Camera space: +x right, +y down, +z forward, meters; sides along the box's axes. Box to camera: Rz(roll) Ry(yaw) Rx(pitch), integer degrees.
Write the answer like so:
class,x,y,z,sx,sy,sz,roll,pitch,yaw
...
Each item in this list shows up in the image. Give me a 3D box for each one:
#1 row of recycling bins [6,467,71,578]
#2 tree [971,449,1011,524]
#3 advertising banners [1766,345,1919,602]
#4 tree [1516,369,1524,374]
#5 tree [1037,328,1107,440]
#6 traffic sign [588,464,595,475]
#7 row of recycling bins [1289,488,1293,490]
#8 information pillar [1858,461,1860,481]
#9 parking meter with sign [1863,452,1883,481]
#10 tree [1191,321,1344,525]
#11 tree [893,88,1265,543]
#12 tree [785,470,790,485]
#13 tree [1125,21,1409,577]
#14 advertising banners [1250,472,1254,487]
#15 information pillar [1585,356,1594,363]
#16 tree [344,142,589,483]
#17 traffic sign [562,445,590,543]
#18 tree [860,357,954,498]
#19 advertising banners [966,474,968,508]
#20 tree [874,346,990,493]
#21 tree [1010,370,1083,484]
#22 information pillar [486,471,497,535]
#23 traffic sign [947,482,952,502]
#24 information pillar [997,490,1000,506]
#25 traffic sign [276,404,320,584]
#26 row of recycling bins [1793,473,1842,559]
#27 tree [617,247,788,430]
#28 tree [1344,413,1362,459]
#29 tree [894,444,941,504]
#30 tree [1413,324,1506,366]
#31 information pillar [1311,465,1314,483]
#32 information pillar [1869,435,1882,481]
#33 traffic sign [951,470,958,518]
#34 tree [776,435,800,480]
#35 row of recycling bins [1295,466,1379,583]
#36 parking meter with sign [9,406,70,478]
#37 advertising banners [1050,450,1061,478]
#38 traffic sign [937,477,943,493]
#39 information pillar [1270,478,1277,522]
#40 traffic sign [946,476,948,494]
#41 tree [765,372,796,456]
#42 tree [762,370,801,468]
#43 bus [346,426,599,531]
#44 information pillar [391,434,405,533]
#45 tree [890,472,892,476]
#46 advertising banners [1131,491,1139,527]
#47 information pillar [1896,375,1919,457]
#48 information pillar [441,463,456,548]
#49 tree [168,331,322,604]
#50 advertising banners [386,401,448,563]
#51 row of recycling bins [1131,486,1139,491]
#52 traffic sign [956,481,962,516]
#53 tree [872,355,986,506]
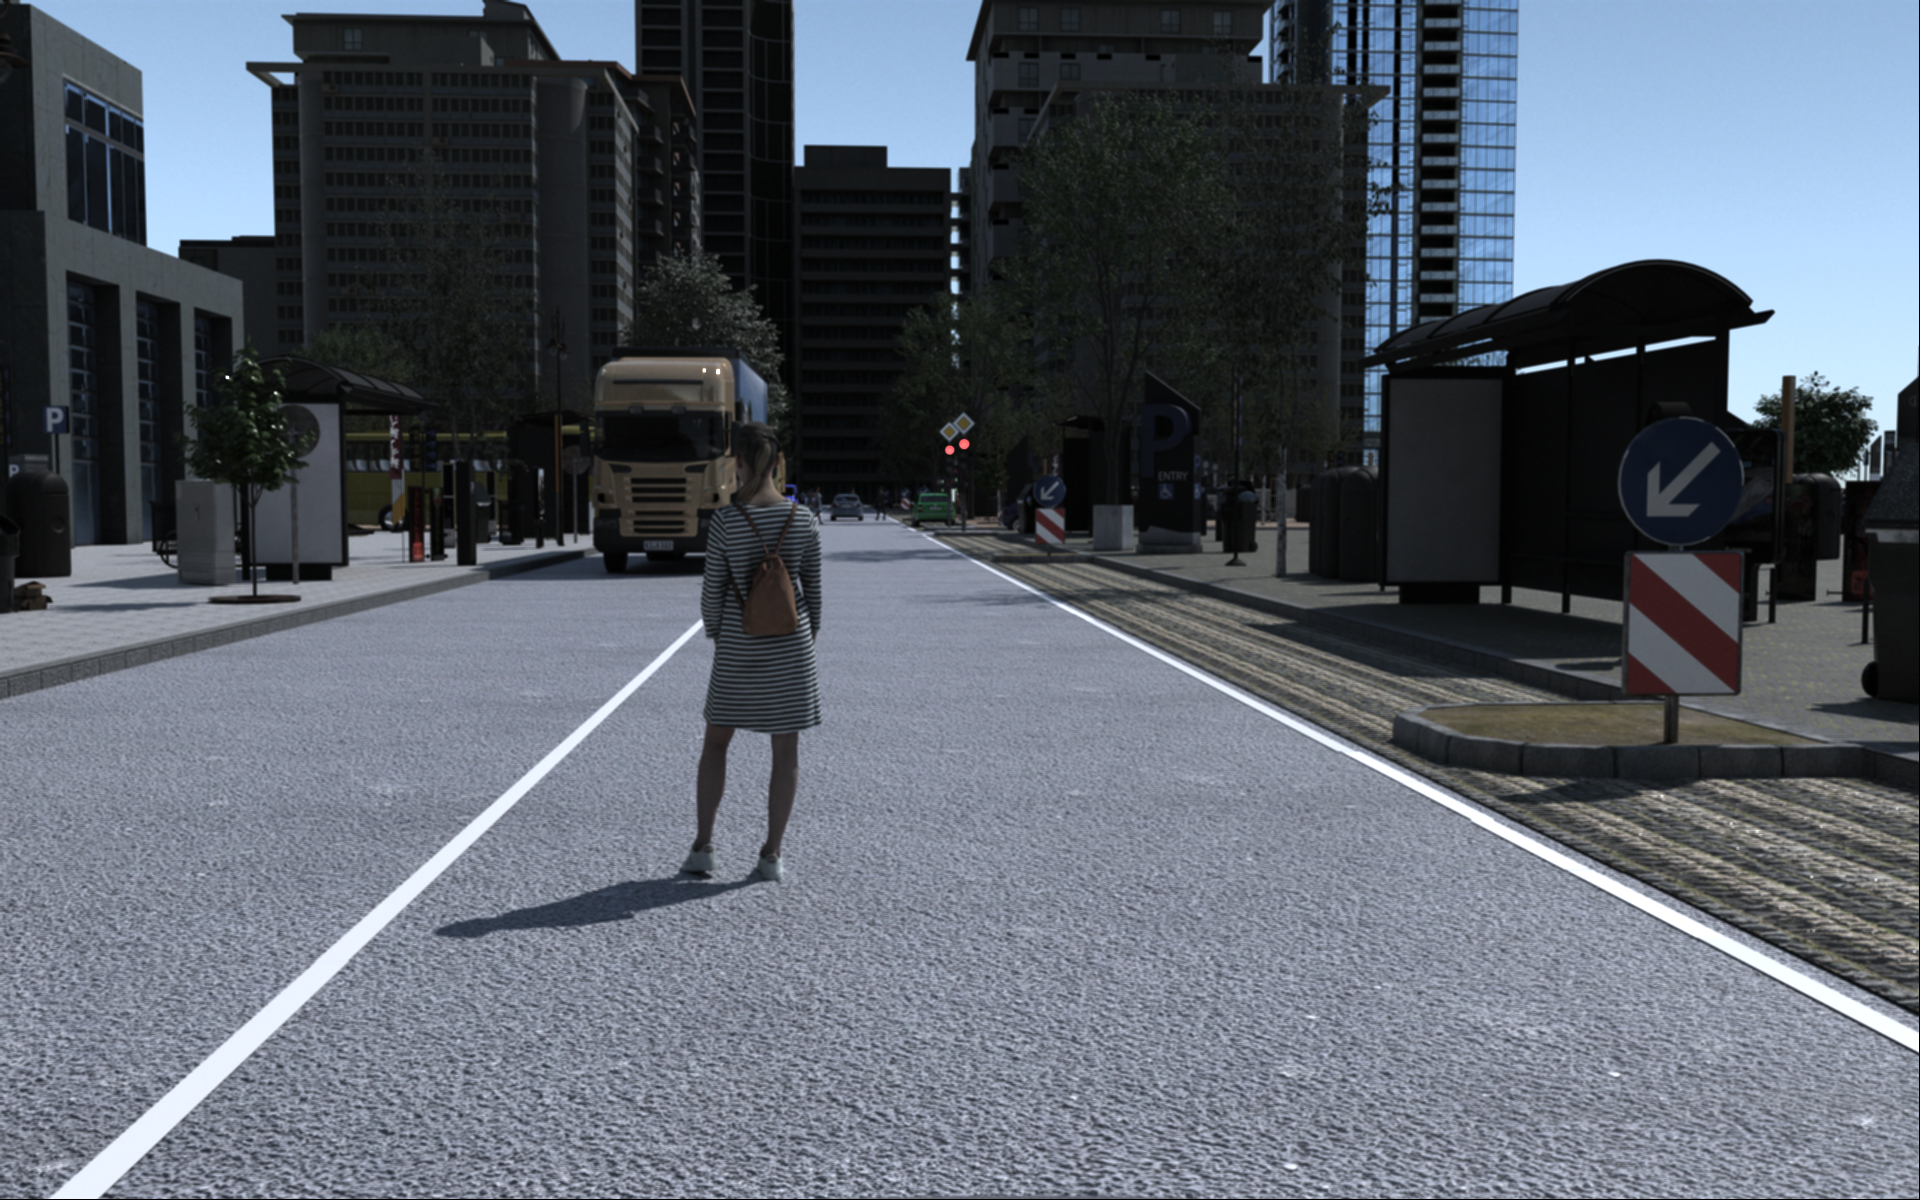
class,x,y,z,sx,sy,sz,roll,pitch,yaw
row of recycling bins,-15.265,-1.150,25.908,3.534,1.692,1.069,-3,5,-41
tree,1.377,-4.922,75.082,1.663,3.219,1.824,0,3,0
advertising banners,10.736,-1.488,20.525,2.074,3.025,0.090,1,4,23
tree,26.296,-8.370,87.218,4.737,8.622,4.395,0,3,0
tree,5.645,-7.410,71.509,4.360,8.622,3.978,0,3,0
traffic sign,-10.191,-3.025,49.468,0.884,2.594,0.081,0,4,6
row of recycling bins,16.266,-4.440,79.707,1.069,1.692,3.534,0,4,-5
information pillar,62.597,-7.908,120.657,0.183,3.616,0.504,2,4,35
parking meter with sign,38.459,-4.623,71.846,1.738,3.016,0.543,1,4,15
tree,12.286,-7.378,70.996,4.737,8.622,4.395,0,3,0
tree,4.011,-7.286,44.881,9.928,11.665,9.643,0,3,0
tree,-20.059,-12.483,187.816,4.285,4.588,4.351,0,3,0
tree,4.749,-4.666,26.654,4.360,8.622,3.978,0,3,0
advertising banners,23.951,-8.751,139.269,2.074,3.025,0.090,-3,5,-42
information pillar,10.591,-2.291,28.810,0.504,3.616,0.183,2,4,32
tree,-10.578,-5.260,36.356,4.360,8.622,3.978,0,3,0
traffic sign,-10.050,-2.758,45.207,0.768,2.556,0.104,0,4,-1
tree,-3.898,-14.974,155.199,12.009,13.543,11.850,0,3,0
advertising banners,0.411,-5.868,92.125,0.090,3.025,2.074,0,4,4
tree,-2.111,-13.233,133.374,9.611,12.733,9.660,0,3,0
tree,5.460,-9.340,103.067,4.737,8.622,4.395,0,3,0
information pillar,-14.658,-3.038,54.168,0.304,2.012,0.304,-1,4,-11
traffic sign,-0.571,-7.226,118.155,0.884,2.594,0.081,0,4,-1
information pillar,2.680,-7.348,124.634,0.304,2.012,0.304,-3,5,-39
traffic sign,-9.476,-1.500,24.638,0.768,2.556,0.104,0,4,2
row of recycling bins,17.177,-1.748,35.690,1.069,1.692,3.534,0,4,7
tree,-13.075,-11.168,89.259,9.857,13.997,8.962,0,3,0
tree,23.816,-9.956,113.150,4.737,8.622,4.395,0,3,0
tree,-2.861,-11.783,143.012,4.737,8.622,4.395,0,3,0
tree,20.104,-7.497,72.933,4.737,8.622,4.395,0,3,0
information pillar,28.380,-9.061,139.502,0.183,3.616,0.504,0,4,-2
information pillar,36.554,-4.760,69.184,0.504,3.616,0.183,-1,4,-19
traffic sign,-0.245,-5.706,93.393,0.768,2.556,0.104,0,4,3
tree,-20.837,-15.372,201.686,4.360,8.622,3.978,0,3,0
row of recycling bins,6.024,-1.199,26.711,1.069,1.692,3.534,0,4,2
parking meter with sign,-18.066,-2.278,33.506,0.543,3.016,1.738,1,4,14
advertising banners,4.274,-4.380,67.806,0.090,3.025,2.074,-3,5,-43
traffic sign,-1.304,-7.372,120.636,0.768,2.556,0.104,0,4,4
information pillar,14.442,-4.581,79.395,0.304,2.012,0.304,-3,5,-43
traffic sign,-0.925,-7.402,121.021,0.884,2.594,0.081,0,4,-1
tree,-17.445,-13.222,141.935,9.928,11.665,9.643,0,3,0
tree,-18.227,-14.571,156.368,7.486,12.596,7.792,0,3,0
bus,-17.268,-4.338,62.468,12.252,3.916,2.896,0,4,-5
information pillar,-18.560,-4.023,57.133,0.504,3.616,0.183,2,4,28
tree,-7.817,-16.345,217.610,4.737,8.622,4.395,0,3,0
advertising banners,7.500,-4.350,67.310,2.074,3.025,0.090,-1,4,-14
information pillar,18.310,-2.571,33.383,0.183,3.616,0.504,-3,4,-37
information pillar,-12.144,-2.241,41.129,0.304,2.012,0.304,-1,4,-17
tree,-8.350,-1.596,20.695,1.663,3.219,1.824,0,3,0
advertising banners,-10.194,-2.220,32.477,0.090,3.025,2.074,1,4,13
row of recycling bins,8.856,-5.107,90.612,1.069,1.692,3.534,-1,4,-15
traffic sign,-0.225,-6.300,103.109,0.768,2.556,0.104,0,4,1
tree,-1.717,-10.834,111.553,7.601,10.594,8.767,1,4,19
